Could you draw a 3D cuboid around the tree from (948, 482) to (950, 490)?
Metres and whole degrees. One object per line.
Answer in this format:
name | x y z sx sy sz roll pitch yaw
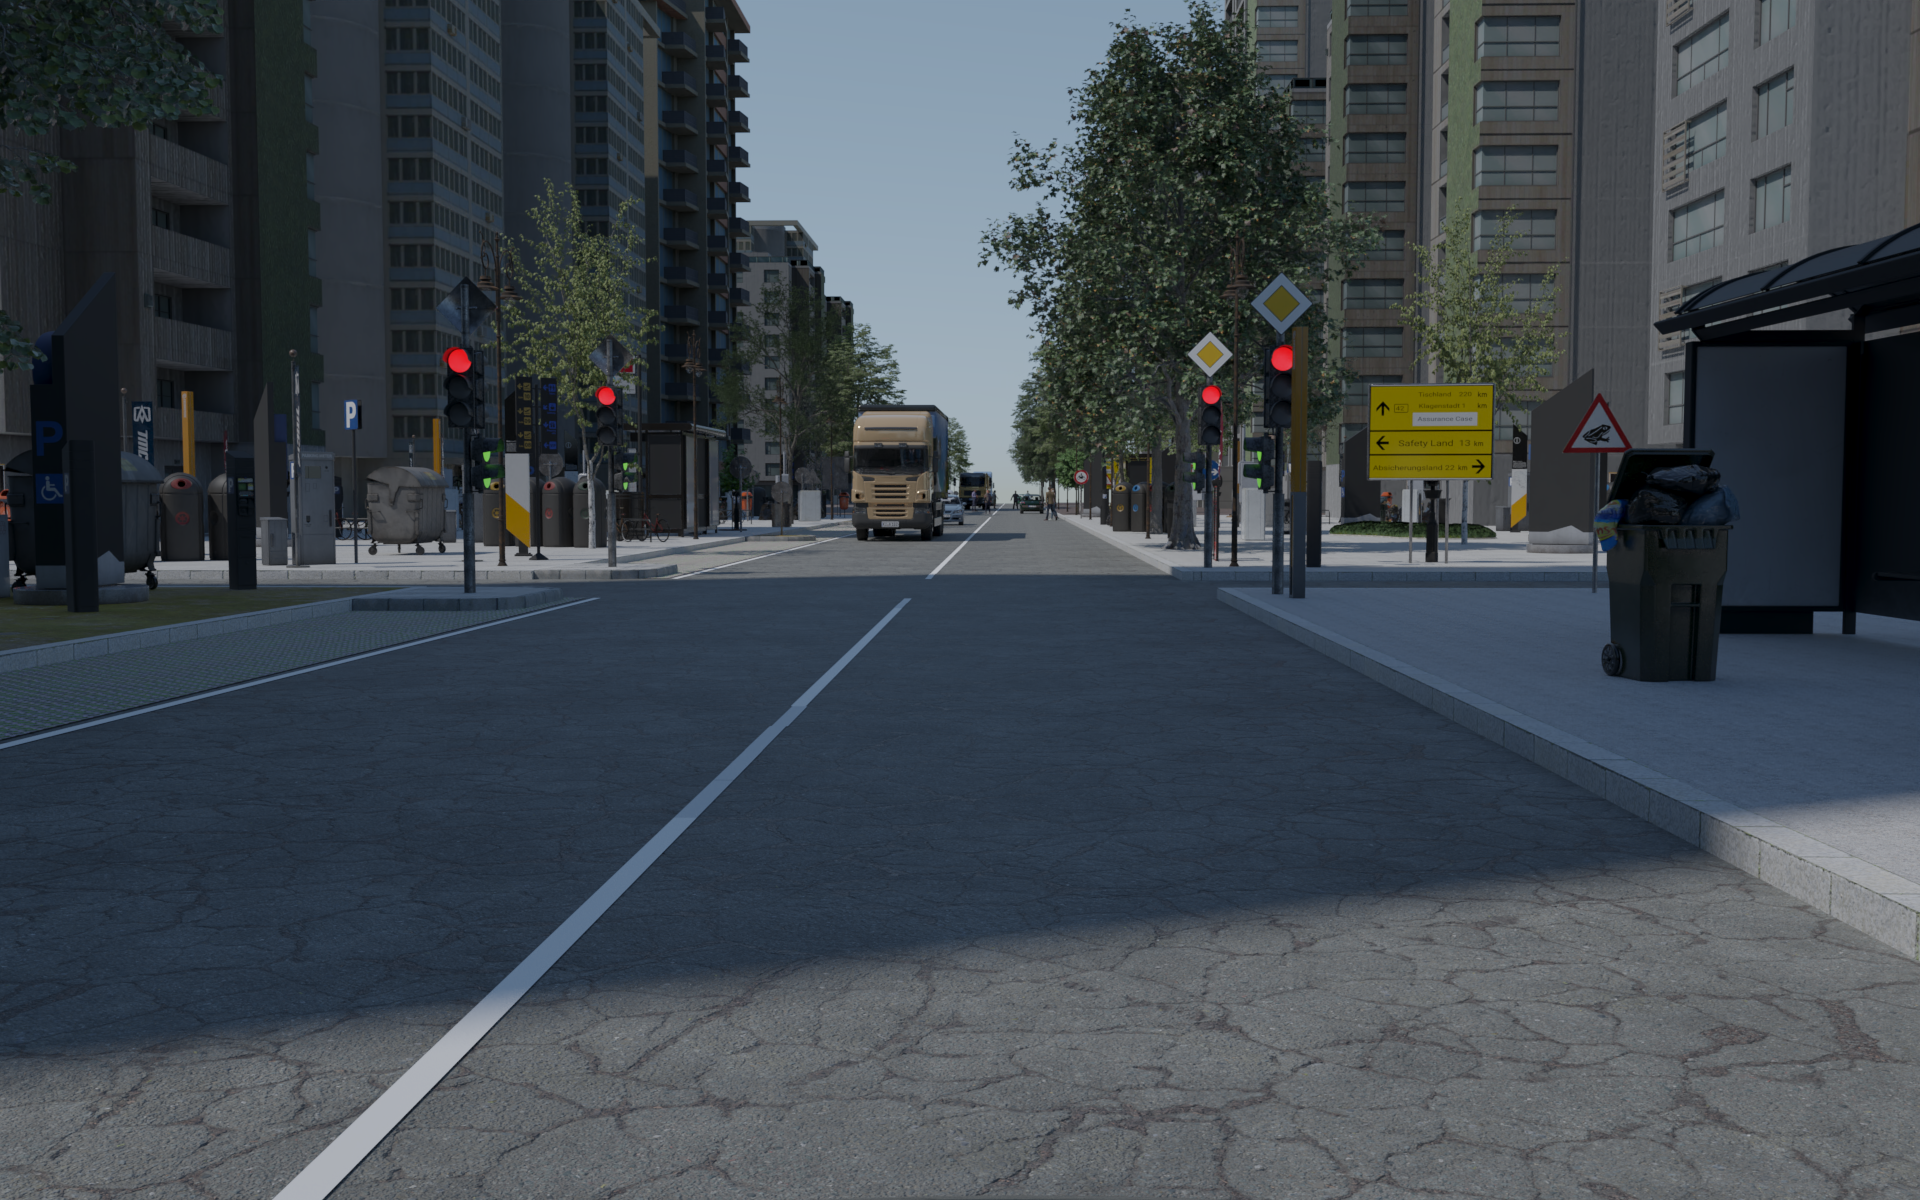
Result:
tree | -2.106 -14.884 237.949 1.663 3.219 1.824 0 3 0

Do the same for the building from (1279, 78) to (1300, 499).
building | 29.490 -21.525 123.630 14.160 30.474 14.107 0 4 2

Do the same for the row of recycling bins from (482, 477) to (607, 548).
row of recycling bins | -10.101 -2.141 42.125 3.534 1.692 1.069 2 4 24

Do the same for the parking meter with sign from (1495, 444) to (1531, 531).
parking meter with sign | 19.322 -3.895 59.952 1.738 3.016 0.543 -2 4 -30

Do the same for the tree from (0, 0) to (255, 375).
tree | -9.573 -6.436 11.887 9.857 13.997 8.962 0 3 0

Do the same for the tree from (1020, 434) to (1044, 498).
tree | 12.005 -19.956 252.040 9.928 11.665 9.643 0 3 0

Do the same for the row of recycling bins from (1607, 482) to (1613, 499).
row of recycling bins | 20.905 -2.919 54.835 1.069 1.692 3.534 0 3 0

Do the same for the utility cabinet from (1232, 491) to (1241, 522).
utility cabinet | 12.891 -4.260 78.326 1.173 1.500 0.318 2 4 31

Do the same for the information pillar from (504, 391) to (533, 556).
information pillar | -9.083 -2.706 35.600 0.504 3.616 0.183 0 4 -4

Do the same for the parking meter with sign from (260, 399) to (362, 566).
parking meter with sign | -11.826 -2.159 31.560 1.738 3.016 0.543 -3 5 -44

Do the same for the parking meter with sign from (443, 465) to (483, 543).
parking meter with sign | -12.755 -3.019 45.620 1.738 3.016 0.543 -1 4 -12

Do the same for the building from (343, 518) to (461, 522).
building | -36.810 -24.148 86.698 32.217 40.220 23.993 0 4 2

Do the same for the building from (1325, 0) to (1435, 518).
building | 27.429 -19.919 97.383 14.160 30.474 14.107 0 4 2

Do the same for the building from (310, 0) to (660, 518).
building | -34.896 -26.070 118.118 32.217 40.220 23.993 0 4 2

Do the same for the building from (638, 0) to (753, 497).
building | -29.567 -29.972 144.667 22.147 44.769 28.867 0 4 2

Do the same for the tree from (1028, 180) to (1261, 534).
tree | 6.013 -8.396 55.396 7.486 12.596 7.792 0 3 0

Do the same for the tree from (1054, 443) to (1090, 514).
tree | 7.553 -7.806 111.349 4.285 4.588 4.351 0 3 0

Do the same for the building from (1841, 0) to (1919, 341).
building | 28.782 -22.265 47.624 14.086 41.232 14.154 0 4 2

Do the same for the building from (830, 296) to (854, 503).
building | -22.834 -29.211 249.303 14.160 30.474 14.107 0 4 2

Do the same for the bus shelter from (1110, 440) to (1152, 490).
bus shelter | 9.523 -7.085 93.472 2.179 5.291 8.768 0 4 2

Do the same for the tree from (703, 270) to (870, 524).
tree | -7.436 -8.498 73.359 8.767 10.594 7.601 2 4 33

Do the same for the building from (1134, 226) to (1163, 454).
building | 35.752 -43.242 249.005 21.231 58.520 28.212 0 4 2

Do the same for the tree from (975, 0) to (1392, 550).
tree | 5.186 -7.532 40.163 9.611 12.733 9.660 0 3 0

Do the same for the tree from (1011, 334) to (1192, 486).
tree | 6.833 -8.571 74.541 7.601 10.594 8.767 2 4 23

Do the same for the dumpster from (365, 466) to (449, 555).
dumpster | -11.780 -1.904 36.886 1.264 1.857 1.865 0 4 2

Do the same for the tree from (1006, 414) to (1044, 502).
tree | 11.309 -20.020 237.689 12.009 13.543 11.850 0 3 0

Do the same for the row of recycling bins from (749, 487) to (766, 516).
row of recycling bins | -11.820 -5.753 101.172 1.069 1.692 3.534 0 4 -6

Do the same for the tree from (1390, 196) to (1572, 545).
tree | 13.059 -5.711 43.735 4.737 8.622 4.395 0 3 0

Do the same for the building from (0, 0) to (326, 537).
building | -28.615 -17.083 51.004 14.160 30.474 14.107 0 4 2

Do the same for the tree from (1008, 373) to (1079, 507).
tree | 9.306 -16.286 172.925 9.857 13.997 8.962 0 3 0

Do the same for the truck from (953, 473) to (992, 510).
truck | 1.334 -9.935 158.360 3.469 3.379 9.791 0 4 3

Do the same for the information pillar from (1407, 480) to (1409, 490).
information pillar | 22.336 -4.973 85.798 0.304 2.012 0.304 -3 5 -43

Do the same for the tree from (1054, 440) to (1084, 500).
tree | 9.123 -11.066 131.290 4.360 8.622 3.978 0 3 0

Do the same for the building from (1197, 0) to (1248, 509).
building | 32.752 -43.801 154.402 20.563 71.187 20.611 0 4 2

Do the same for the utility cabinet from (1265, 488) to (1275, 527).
utility cabinet | 11.820 -3.554 66.792 0.318 1.500 1.173 2 4 33

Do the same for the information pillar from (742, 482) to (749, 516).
information pillar | -12.165 -5.729 98.155 0.304 2.012 0.304 3 4 37

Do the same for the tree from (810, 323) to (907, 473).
tree | -6.974 -12.055 115.223 7.486 12.596 7.792 0 3 0

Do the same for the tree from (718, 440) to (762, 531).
tree | -8.047 -4.039 60.634 1.663 3.219 1.824 0 3 0

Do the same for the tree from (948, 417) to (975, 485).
tree | -1.436 -20.575 254.533 7.486 12.596 7.792 0 3 0

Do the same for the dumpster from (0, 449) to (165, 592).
dumpster | -11.366 -1.024 22.496 1.264 1.857 1.865 0 4 2

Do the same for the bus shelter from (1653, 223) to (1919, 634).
bus shelter | 7.343 -1.187 13.330 2.014 3.302 5.546 0 4 2

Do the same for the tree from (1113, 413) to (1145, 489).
tree | 7.551 -8.053 82.032 4.737 8.622 4.395 0 3 0

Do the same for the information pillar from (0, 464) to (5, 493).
information pillar | -23.560 -2.314 42.330 0.304 2.012 0.304 2 4 24

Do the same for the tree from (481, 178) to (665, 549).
tree | -8.722 -5.498 40.248 4.737 8.622 4.395 0 3 0

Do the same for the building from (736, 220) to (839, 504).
building | -32.374 -32.930 230.279 32.217 40.220 23.993 0 4 2

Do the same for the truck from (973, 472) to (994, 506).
truck | 2.969 -13.613 212.329 2.967 4.110 18.799 0 4 3

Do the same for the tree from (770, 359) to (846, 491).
tree | -7.645 -8.546 90.086 4.360 8.622 3.978 0 3 0

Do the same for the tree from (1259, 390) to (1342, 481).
tree | 17.002 -8.372 87.245 4.360 8.622 3.978 0 3 0

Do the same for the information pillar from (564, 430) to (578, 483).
information pillar | -14.172 -4.388 63.092 0.504 3.616 0.183 -1 4 -22

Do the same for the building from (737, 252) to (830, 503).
building | -24.111 -26.886 211.295 14.160 30.474 14.107 0 4 2

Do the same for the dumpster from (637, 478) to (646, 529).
dumpster | -10.968 -3.445 62.092 1.264 1.857 1.865 0 4 2

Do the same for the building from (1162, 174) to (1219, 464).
building | 36.309 -34.630 220.828 22.147 44.769 28.867 0 4 2

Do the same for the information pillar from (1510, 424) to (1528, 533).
information pillar | 18.577 -4.050 57.567 0.504 3.616 0.183 1 4 16

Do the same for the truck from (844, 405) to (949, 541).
truck | -1.874 -4.142 56.639 2.839 4.237 11.283 0 4 2

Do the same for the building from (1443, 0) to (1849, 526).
building | 27.834 -23.938 74.976 14.154 41.232 14.086 0 4 2

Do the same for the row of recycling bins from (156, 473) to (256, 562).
row of recycling bins | -15.313 -1.580 32.948 3.534 1.692 1.069 -2 4 -34

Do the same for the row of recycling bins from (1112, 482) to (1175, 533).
row of recycling bins | 6.405 -3.119 58.115 1.069 1.692 3.534 -2 4 -34

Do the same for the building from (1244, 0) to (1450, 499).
building | 29.458 -27.754 137.380 14.154 41.232 14.086 0 4 2

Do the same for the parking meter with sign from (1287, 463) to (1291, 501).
parking meter with sign | 19.022 -6.247 98.402 0.543 3.016 1.738 1 4 23

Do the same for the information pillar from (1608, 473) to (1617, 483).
information pillar | 22.359 -3.352 59.304 0.304 2.012 0.304 1 4 16
